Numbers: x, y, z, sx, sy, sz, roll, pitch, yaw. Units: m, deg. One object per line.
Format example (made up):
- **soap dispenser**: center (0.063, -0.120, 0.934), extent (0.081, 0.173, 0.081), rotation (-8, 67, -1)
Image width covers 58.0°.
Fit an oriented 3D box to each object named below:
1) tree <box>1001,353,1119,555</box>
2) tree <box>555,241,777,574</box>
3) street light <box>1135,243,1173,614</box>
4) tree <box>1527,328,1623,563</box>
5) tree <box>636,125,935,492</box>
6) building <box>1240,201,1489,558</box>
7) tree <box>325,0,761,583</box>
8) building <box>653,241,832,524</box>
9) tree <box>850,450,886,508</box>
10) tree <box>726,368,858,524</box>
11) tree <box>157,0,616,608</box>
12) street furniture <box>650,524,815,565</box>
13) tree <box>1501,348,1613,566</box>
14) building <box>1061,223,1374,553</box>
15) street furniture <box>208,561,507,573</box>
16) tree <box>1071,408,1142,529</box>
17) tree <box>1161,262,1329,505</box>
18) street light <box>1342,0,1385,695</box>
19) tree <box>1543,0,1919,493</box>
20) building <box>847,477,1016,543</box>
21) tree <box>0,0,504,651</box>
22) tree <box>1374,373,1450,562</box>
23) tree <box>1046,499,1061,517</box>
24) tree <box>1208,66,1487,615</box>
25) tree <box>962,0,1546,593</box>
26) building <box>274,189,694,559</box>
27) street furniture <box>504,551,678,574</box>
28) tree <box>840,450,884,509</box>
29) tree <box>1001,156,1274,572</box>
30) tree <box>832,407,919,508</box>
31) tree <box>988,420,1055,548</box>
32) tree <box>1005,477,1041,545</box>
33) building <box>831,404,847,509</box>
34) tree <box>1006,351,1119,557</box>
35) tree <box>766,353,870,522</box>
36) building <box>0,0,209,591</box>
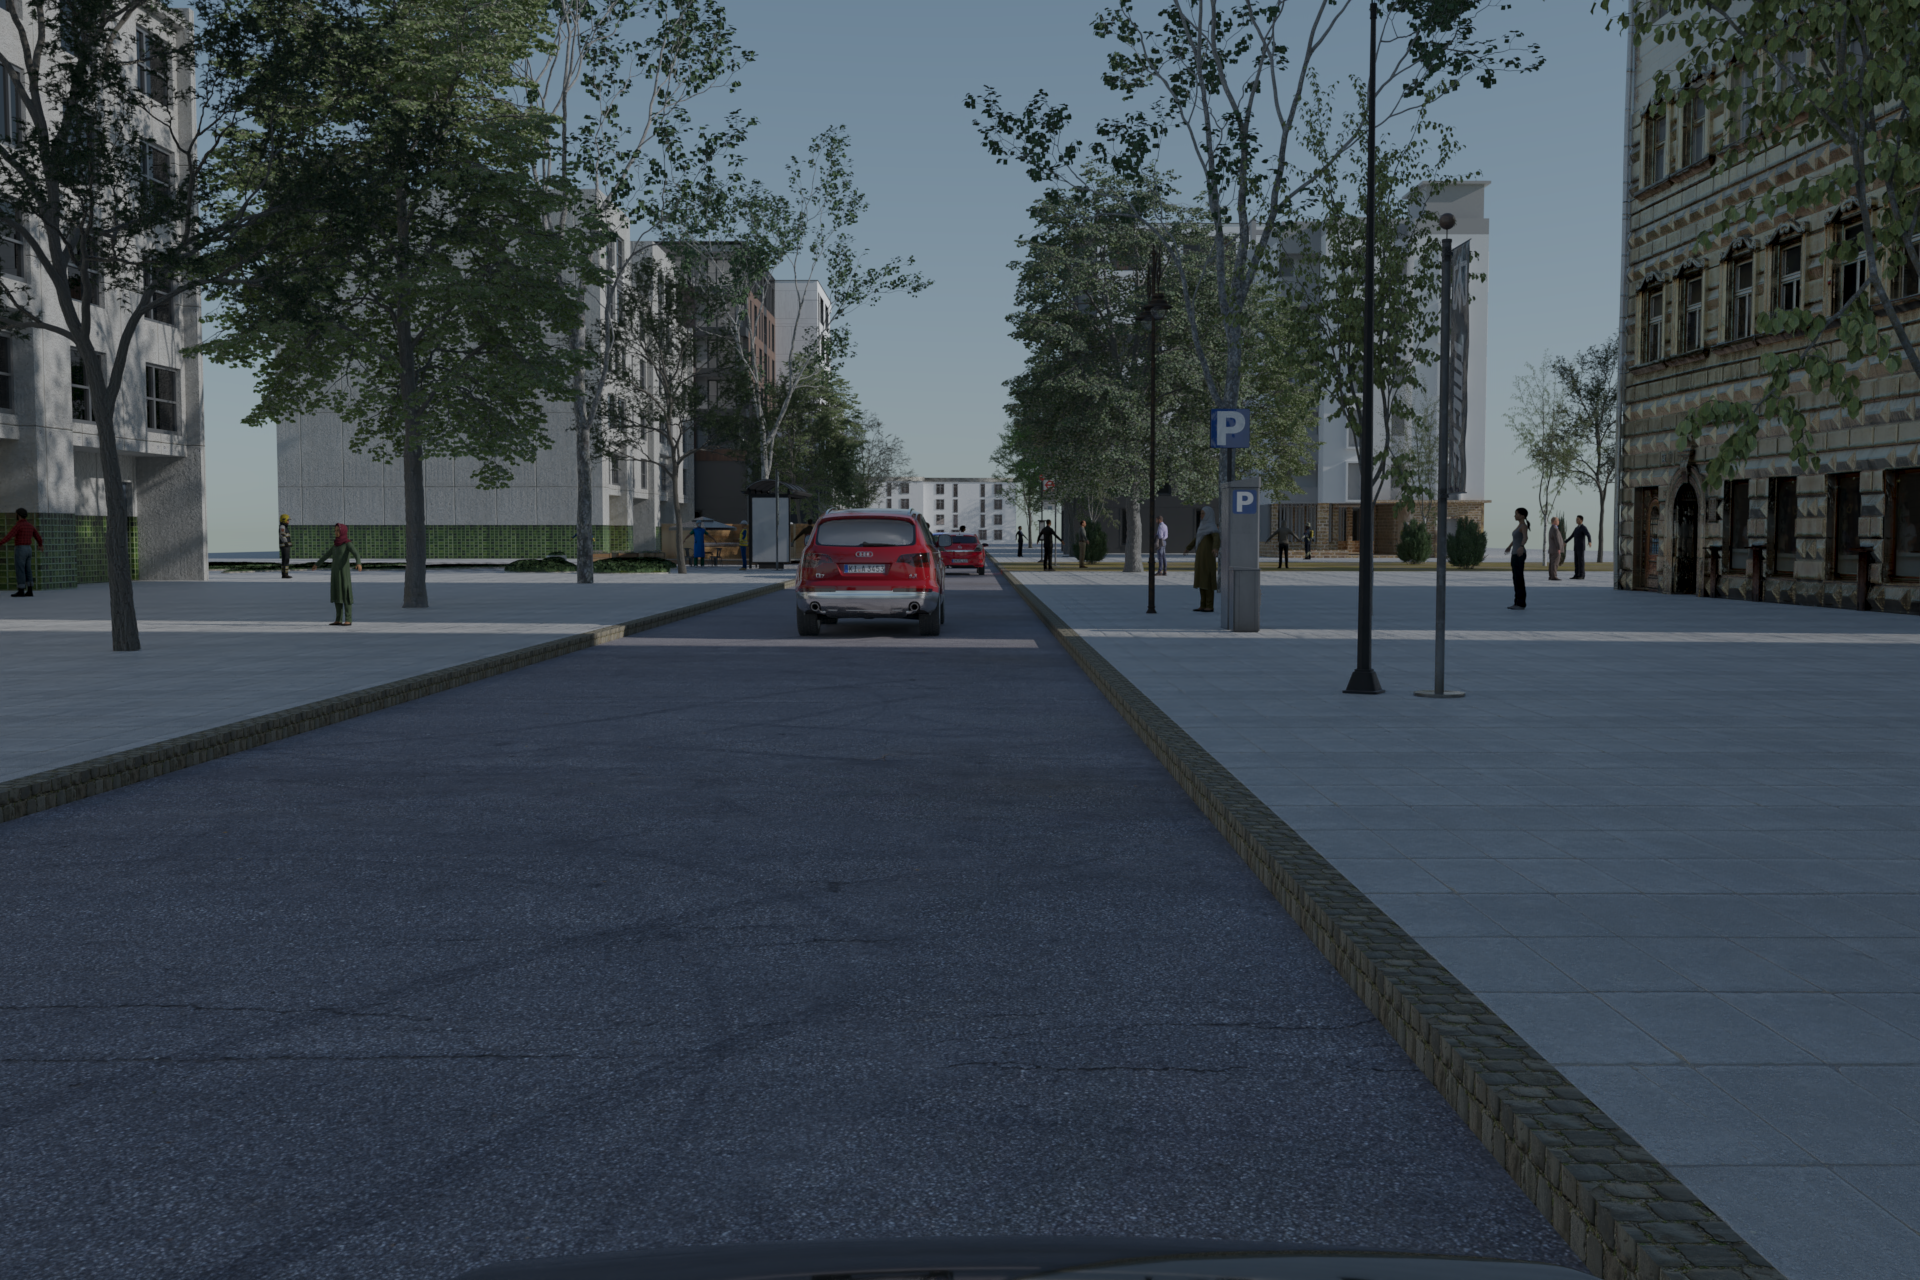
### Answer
- **tree**: center (6.268, -11.636, 108.371), extent (7.486, 12.596, 7.792), rotation (0, 3, 0)
- **tree**: center (-9.341, -7.425, 55.815), extent (7.601, 10.594, 8.767), rotation (0, 4, 0)
- **street light**: center (3.098, -3.368, 27.847), extent (0.468, 5.910, 1.993), rotation (0, 4, 0)
- **tree**: center (29.091, -8.758, 77.607), extent (7.601, 10.594, 8.767), rotation (-1, 4, -18)
- **tree**: center (-8.024, -13.707, 80.000), extent (12.611, 20.169, 13.585), rotation (0, 3, 0)
- **building**: center (22.125, -15.204, 105.007), extent (16.016, 20.090, 11.380), rotation (0, 4, 1)
- **tree**: center (-10.760, -11.467, 43.376), extent (12.611, 20.169, 13.585), rotation (0, 3, 0)
- **building**: center (-25.354, -17.942, 137.319), extent (27.936, 21.610, 32.646), rotation (0, 4, 0)
- **tree**: center (-8.768, -12.329, 151.933), extent (4.360, 8.622, 3.978), rotation (0, 3, 0)
- **tree**: center (-9.155, -9.962, 97.289), extent (7.601, 10.594, 8.767), rotation (2, 4, 30)
- **tree**: center (-9.881, -6.853, 30.172), extent (7.486, 12.596, 7.792), rotation (0, 3, 0)
- **street furniture**: center (-9.753, -4.271, 76.693), extent (11.010, 1.723, 9.812), rotation (2, 4, 26)
- **tree**: center (23.319, -7.290, 69.555), extent (4.360, 8.622, 3.978), rotation (0, 3, 0)
- **building**: center (21.424, -17.510, 130.256), extent (27.936, 21.610, 32.646), rotation (0, 4, 0)
- **street furniture**: center (-31.138, -3.896, 68.736), extent (27.439, 1.986, 14.083), rotation (3, 4, 36)
- **tree**: center (6.555, -8.410, 87.859), extent (4.360, 8.622, 3.978), rotation (0, 3, 0)
- **tree**: center (11.760, -9.422, 72.185), extent (7.486, 12.596, 7.792), rotation (0, 3, 0)
- **street light**: center (3.806, -2.524, 13.811), extent (1.470, 5.913, 1.316), rotation (0, 4, 1)
- **tree**: center (5.437, -3.612, 9.419), extent (4.737, 8.622, 4.395), rotation (0, 3, 0)
- **building**: center (-5.656, -18.888, 253.421), extent (28.070, 9.664, 9.099), rotation (0, 4, -6)
- **tree**: center (-9.343, -5.177, 19.054), extent (8.767, 10.594, 7.601), rotation (-2, 4, -32)
- **tree**: center (21.334, -7.842, 78.587), extent (4.360, 8.622, 3.978), rotation (0, 3, 0)
- **tree**: center (16.412, -20.954, 252.968), extent (12.009, 13.543, 11.850), rotation (0, 3, 0)
- **tree**: center (6.259, -4.685, 26.965), extent (4.737, 8.622, 4.395), rotation (0, 3, 0)
- **tree**: center (6.482, -11.175, 38.596), extent (12.611, 20.169, 13.585), rotation (0, 3, 0)
- **building**: center (-26.870, -14.574, 104.750), extent (16.747, 18.905, 31.486), rotation (0, 4, 0)
- **street furniture**: center (-12.518, -2.721, 60.116), extent (5.734, 0.657, 10.072), rotation (0, 4, -4)
- **tree**: center (-8.354, -11.372, 136.300), extent (4.737, 8.622, 4.395), rotation (0, 3, 0)
- **tree**: center (5.750, -9.240, 57.732), extent (9.857, 13.997, 8.962), rotation (0, 3, 0)
- **tree**: center (-9.175, -15.613, 165.645), extent (12.009, 13.543, 11.850), rotation (0, 3, 0)
- **tree**: center (6.259, -14.120, 156.620), extent (9.928, 11.665, 9.643), rotation (0, 3, 0)
- **tree**: center (6.744, -13.206, 166.275), extent (4.360, 8.622, 3.978), rotation (0, 3, 0)
- **building**: center (-24.322, -22.294, 230.959), extent (16.747, 18.905, 31.486), rotation (0, 4, -1)
- **tree**: center (6.313, -10.492, 97.296), extent (9.928, 11.665, 9.643), rotation (0, 3, 0)
- **tree**: center (-9.242, -11.624, 108.180), extent (7.486, 12.596, 7.792), rotation (0, 3, 0)
- **building**: center (-29.107, -10.112, 31.787), extent (16.747, 18.905, 31.486), rotation (0, 4, -1)
